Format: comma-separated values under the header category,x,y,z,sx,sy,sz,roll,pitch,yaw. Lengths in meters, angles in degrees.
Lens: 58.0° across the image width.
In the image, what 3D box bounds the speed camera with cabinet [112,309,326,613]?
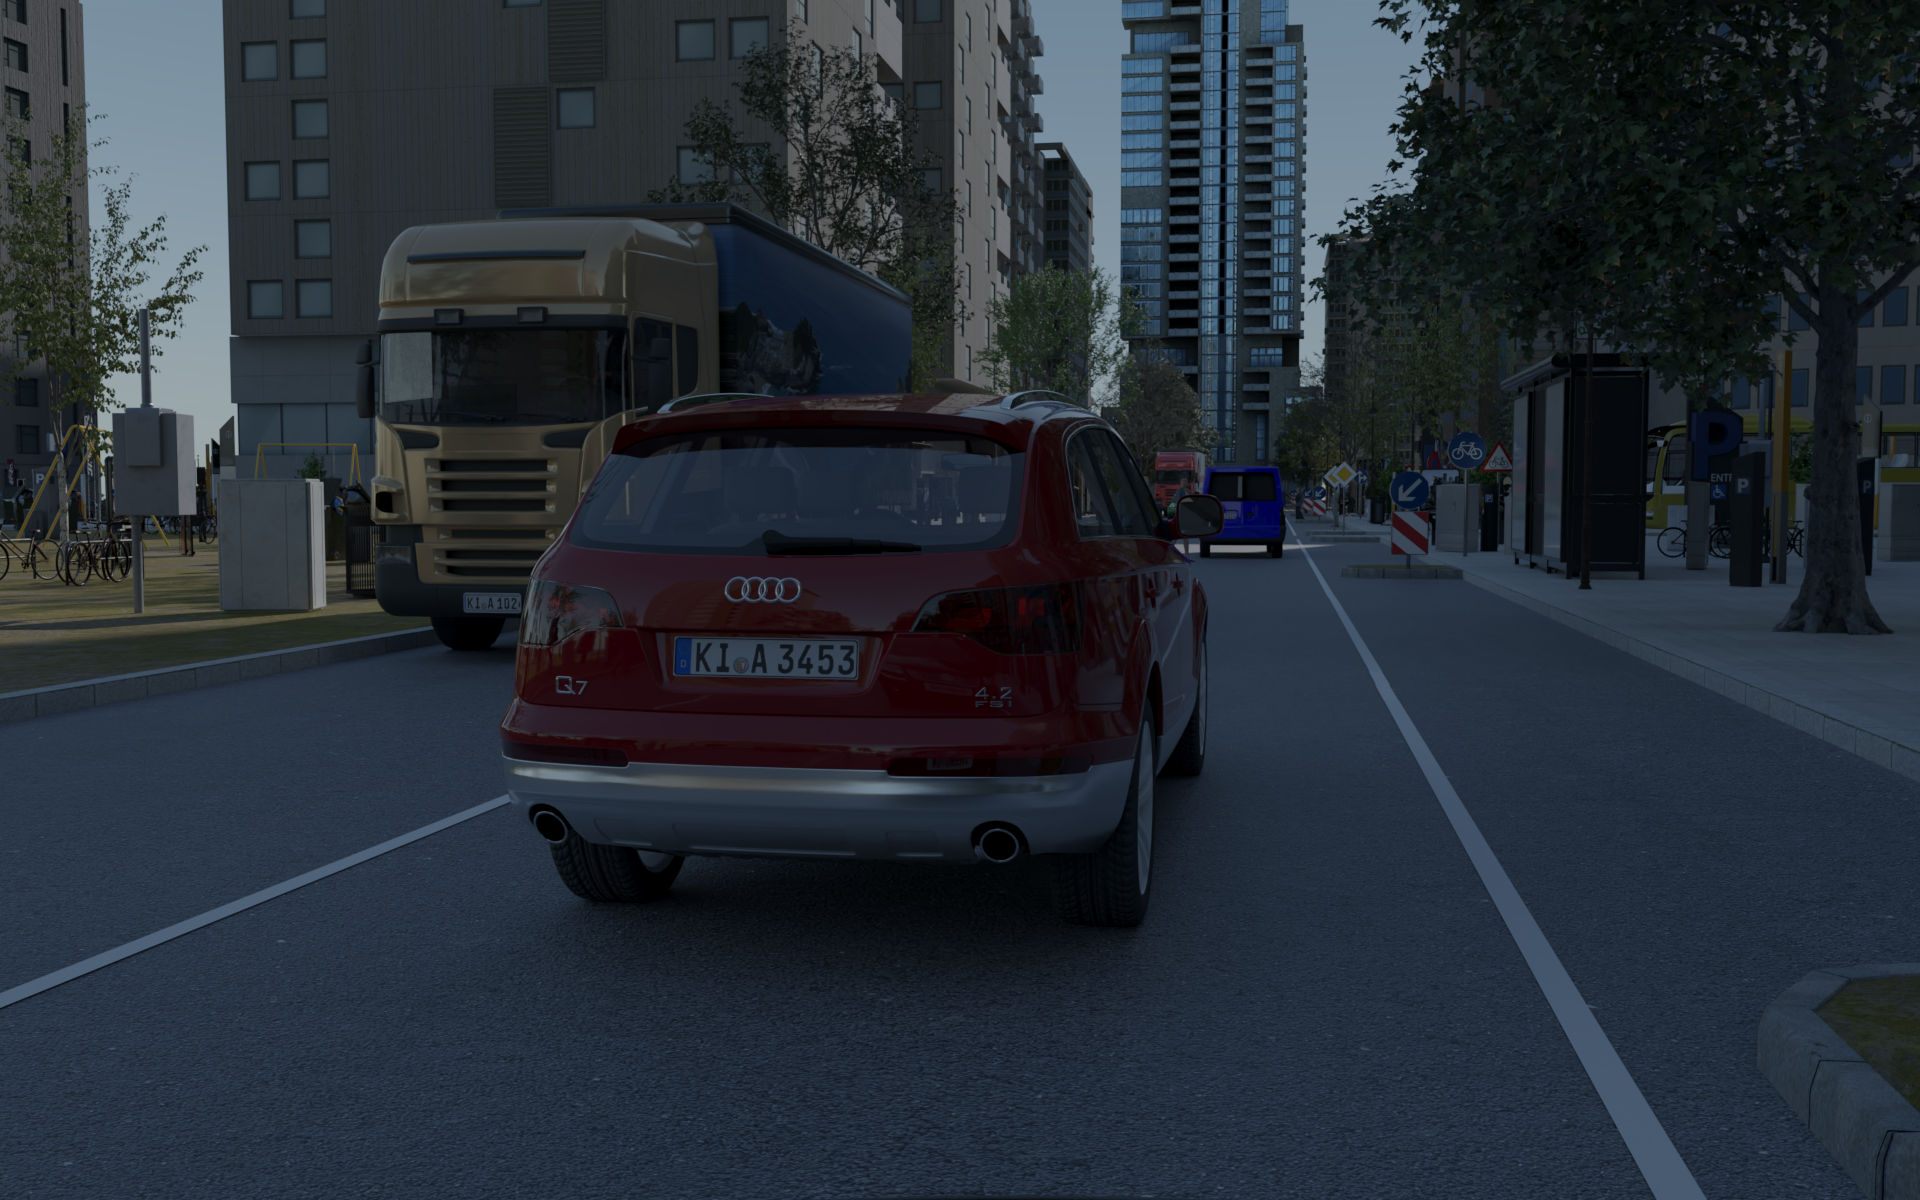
category,x,y,z,sx,sy,sz,roll,pitch,yaw
speed camera with cabinet,-8.040,-1.498,18.828,2.038,3.252,0.660,0,4,-5

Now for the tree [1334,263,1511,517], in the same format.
category,x,y,z,sx,sy,sz,roll,pitch,yaw
tree,13.217,-5.947,47.593,4.737,8.622,4.395,0,3,0

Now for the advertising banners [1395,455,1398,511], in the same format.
category,x,y,z,sx,sy,sz,roll,pitch,yaw
advertising banners,19.289,-4.913,76.510,0.090,3.025,2.074,1,4,17

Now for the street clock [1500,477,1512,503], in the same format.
category,x,y,z,sx,sy,sz,roll,pitch,yaw
street clock,22.701,-4.128,72.059,0.471,2.002,0.358,-1,4,-22

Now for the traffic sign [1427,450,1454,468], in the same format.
category,x,y,z,sx,sy,sz,roll,pitch,yaw
traffic sign,14.037,-3.090,50.632,0.768,2.556,0.104,1,4,14

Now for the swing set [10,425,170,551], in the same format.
category,x,y,z,sx,sy,sz,roll,pitch,yaw
swing set,-20.392,-2.637,40.729,2.862,2.851,3.119,-1,4,-15

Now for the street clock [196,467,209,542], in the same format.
category,x,y,z,sx,sy,sz,roll,pitch,yaw
street clock,-20.110,-2.530,45.937,0.358,2.002,0.471,-1,4,-23

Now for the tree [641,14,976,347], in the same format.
category,x,y,z,sx,sy,sz,roll,pitch,yaw
tree,-3.420,-6.143,34.856,8.767,10.594,7.601,1,4,19

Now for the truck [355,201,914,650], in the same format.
category,x,y,z,sx,sy,sz,roll,pitch,yaw
truck,-2.922,-1.846,19.095,2.839,4.237,11.283,1,4,11

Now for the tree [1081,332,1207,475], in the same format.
category,x,y,z,sx,sy,sz,roll,pitch,yaw
tree,13.781,-13.487,130.877,12.009,13.543,11.850,0,3,0

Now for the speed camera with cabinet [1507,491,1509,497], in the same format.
category,x,y,z,sx,sy,sz,roll,pitch,yaw
speed camera with cabinet,34.423,-7.019,109.099,2.038,3.252,0.660,3,4,36

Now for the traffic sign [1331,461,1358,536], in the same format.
category,x,y,z,sx,sy,sz,roll,pitch,yaw
traffic sign,11.705,-3.007,52.799,0.795,2.450,0.064,1,4,10

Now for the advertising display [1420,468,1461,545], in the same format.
category,x,y,z,sx,sy,sz,roll,pitch,yaw
advertising display,11.962,-2.322,43.182,0.974,1.923,0.123,1,4,23

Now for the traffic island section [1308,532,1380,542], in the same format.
category,x,y,z,sx,sy,sz,roll,pitch,yaw
traffic island section,11.730,-1.871,52.872,2.009,0.180,2.903,1,4,10

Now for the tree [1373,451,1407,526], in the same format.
category,x,y,z,sx,sy,sz,roll,pitch,yaw
tree,17.765,-4.642,70.492,1.663,3.219,1.824,0,3,0

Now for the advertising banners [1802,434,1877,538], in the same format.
category,x,y,z,sx,sy,sz,roll,pitch,yaw
advertising banners,25.118,-3.261,49.513,2.074,3.025,0.090,3,5,43

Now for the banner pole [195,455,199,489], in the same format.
category,x,y,z,sx,sy,sz,roll,pitch,yaw
banner pole,-48.852,-7.376,110.610,0.863,3.779,0.401,-3,5,-42

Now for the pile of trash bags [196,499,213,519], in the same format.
category,x,y,z,sx,sy,sz,roll,pitch,yaw
pile of trash bags,-37.968,-4.774,87.804,3.447,1.369,1.912,-3,5,-41

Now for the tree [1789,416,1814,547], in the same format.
category,x,y,z,sx,sy,sz,roll,pitch,yaw
tree,20.885,-2.912,42.214,1.663,3.219,1.824,0,3,0

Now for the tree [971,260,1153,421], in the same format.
category,x,y,z,sx,sy,sz,roll,pitch,yaw
tree,4.327,-9.171,75.709,9.928,11.665,9.643,0,3,0

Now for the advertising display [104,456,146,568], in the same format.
category,x,y,z,sx,sy,sz,roll,pitch,yaw
advertising display,-14.512,-1.524,30.128,0.123,1.923,0.974,0,4,7

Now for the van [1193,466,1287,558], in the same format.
category,x,y,z,sx,sy,sz,roll,pitch,yaw
van,6.567,-2.216,40.610,2.240,2.365,5.245,1,4,8

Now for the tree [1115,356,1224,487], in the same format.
category,x,y,z,sx,sy,sz,roll,pitch,yaw
tree,16.436,-13.855,143.533,9.611,12.733,9.660,0,3,0

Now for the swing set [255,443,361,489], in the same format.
category,x,y,z,sx,sy,sz,roll,pitch,yaw
swing set,-20.143,-3.441,53.880,3.119,2.851,2.862,0,4,-8

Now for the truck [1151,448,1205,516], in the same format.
category,x,y,z,sx,sy,sz,roll,pitch,yaw
truck,13.771,-7.314,108.504,2.839,4.237,11.283,1,4,11

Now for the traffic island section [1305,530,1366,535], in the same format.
category,x,y,z,sx,sy,sz,roll,pitch,yaw
traffic island section,13.143,-2.352,60.732,2.009,0.180,2.903,1,4,10

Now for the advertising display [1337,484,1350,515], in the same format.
category,x,y,z,sx,sy,sz,roll,pitch,yaw
advertising display,24.026,-6.328,108.681,0.123,1.923,0.974,-3,5,-43

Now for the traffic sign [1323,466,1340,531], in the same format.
category,x,y,z,sx,sy,sz,roll,pitch,yaw
traffic sign,13.118,-3.487,60.659,0.795,2.450,0.064,1,4,10

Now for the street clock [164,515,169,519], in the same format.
category,x,y,z,sx,sy,sz,roll,pitch,yaw
street clock,-40.925,-5.179,89.252,0.471,2.002,0.358,1,4,22

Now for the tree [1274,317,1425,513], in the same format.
category,x,y,z,sx,sy,sz,roll,pitch,yaw
tree,26.637,-12.693,117.898,12.009,13.543,11.850,0,3,0

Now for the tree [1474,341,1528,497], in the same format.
category,x,y,z,sx,sy,sz,roll,pitch,yaw
tree,26.107,-8.033,81.703,4.360,8.622,3.978,0,3,0

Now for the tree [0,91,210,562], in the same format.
category,x,y,z,sx,sy,sz,roll,pitch,yaw
tree,-16.728,-5.027,32.552,4.737,8.622,4.395,0,3,0

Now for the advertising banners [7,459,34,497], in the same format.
category,x,y,z,sx,sy,sz,roll,pitch,yaw
advertising banners,-46.881,-5.524,86.512,2.074,3.025,0.090,2,4,27

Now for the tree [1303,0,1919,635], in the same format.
category,x,y,z,sx,sy,sz,roll,pitch,yaw
tree,8.066,-6.049,15.903,9.611,12.733,9.660,0,3,0

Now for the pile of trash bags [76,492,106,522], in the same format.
category,x,y,z,sx,sy,sz,roll,pitch,yaw
pile of trash bags,-40.386,-4.328,80.513,1.912,1.369,3.447,0,4,-2

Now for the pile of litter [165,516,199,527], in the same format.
category,x,y,z,sx,sy,sz,roll,pitch,yaw
pile of litter,-30.890,-3.349,68.724,1.176,0.858,1.719,2,4,29

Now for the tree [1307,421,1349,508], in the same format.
category,x,y,z,sx,sy,sz,roll,pitch,yaw
tree,35.083,-13.118,164.848,4.360,8.622,3.978,0,3,0

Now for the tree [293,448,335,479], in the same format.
category,x,y,z,sx,sy,sz,roll,pitch,yaw
tree,-26.937,-4.768,72.554,1.663,3.219,1.824,0,3,0

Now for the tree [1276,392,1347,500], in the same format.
category,x,y,z,sx,sy,sz,roll,pitch,yaw
tree,35.566,-15.169,173.760,9.928,11.665,9.643,0,3,0

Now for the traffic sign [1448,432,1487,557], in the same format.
category,x,y,z,sx,sy,sz,roll,pitch,yaw
traffic sign,10.349,-2.159,35.399,0.768,2.556,0.104,1,4,17

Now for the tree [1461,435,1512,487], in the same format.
category,x,y,z,sx,sy,sz,roll,pitch,yaw
tree,29.468,-6.891,96.374,4.285,4.588,4.351,0,3,0

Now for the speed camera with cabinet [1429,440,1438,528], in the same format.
category,x,y,z,sx,sy,sz,roll,pitch,yaw
speed camera with cabinet,17.342,-4.285,64.395,0.660,3.252,2.038,0,4,1

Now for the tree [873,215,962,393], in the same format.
category,x,y,z,sx,sy,sz,roll,pitch,yaw
tree,-1.773,-5.818,45.482,4.737,8.622,4.395,0,3,0

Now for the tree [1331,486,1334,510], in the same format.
category,x,y,z,sx,sy,sz,roll,pitch,yaw
tree,30.937,-9.029,142.218,1.663,3.219,1.824,0,3,0

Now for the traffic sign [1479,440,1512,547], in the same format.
category,x,y,z,sx,sy,sz,roll,pitch,yaw
traffic sign,12.965,-2.552,41.730,0.884,2.594,0.081,1,4,16

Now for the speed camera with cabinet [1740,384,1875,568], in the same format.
category,x,y,z,sx,sy,sz,roll,pitch,yaw
speed camera with cabinet,14.465,-2.156,29.592,2.038,3.252,0.660,3,4,37

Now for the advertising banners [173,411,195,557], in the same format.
category,x,y,z,sx,sy,sz,roll,pitch,yaw
advertising banners,-16.229,-2.444,36.152,0.090,3.025,2.074,-2,4,-33

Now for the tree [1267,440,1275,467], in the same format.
category,x,y,z,sx,sy,sz,roll,pitch,yaw
tree,41.172,-17.651,205.607,9.611,12.733,9.660,0,3,0
